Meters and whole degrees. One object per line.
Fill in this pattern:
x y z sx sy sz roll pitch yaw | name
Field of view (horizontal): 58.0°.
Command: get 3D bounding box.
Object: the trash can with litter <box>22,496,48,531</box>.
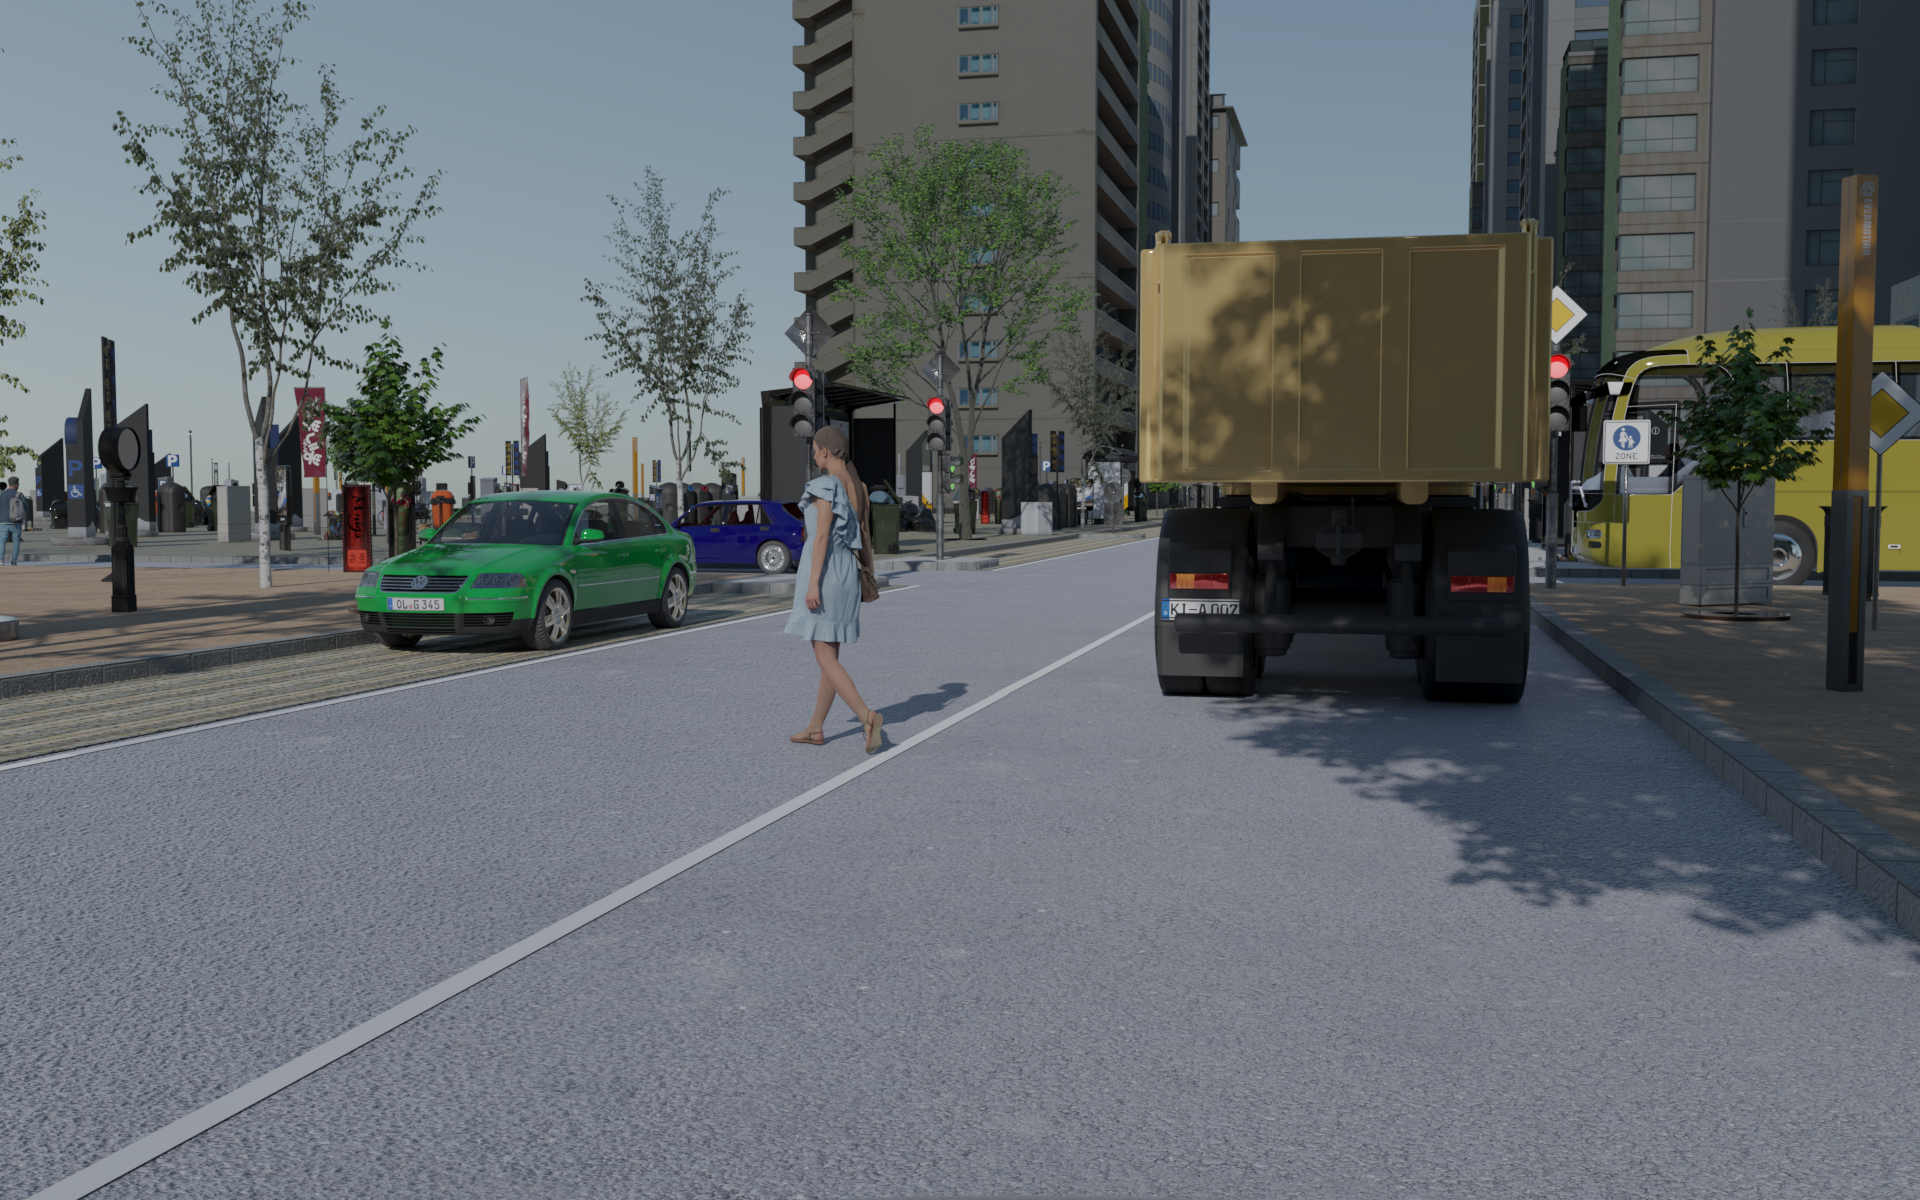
-32.532 -2.994 60.003 1.678 1.210 2.233 0 4 -7 | trash can with litter

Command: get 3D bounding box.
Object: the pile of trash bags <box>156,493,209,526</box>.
-31.577 -3.682 69.948 1.912 1.369 3.447 0 4 4 | pile of trash bags

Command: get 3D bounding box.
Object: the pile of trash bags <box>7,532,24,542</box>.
-26.661 -2.226 46.155 3.447 1.369 1.912 2 4 31 | pile of trash bags

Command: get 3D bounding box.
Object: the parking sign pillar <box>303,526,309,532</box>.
-22.856 -4.288 58.585 1.447 3.967 1.447 1 4 14 | parking sign pillar

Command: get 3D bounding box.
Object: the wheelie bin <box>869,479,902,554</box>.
-1.594 -1.783 37.059 0.693 1.594 0.980 0 4 -2 | wheelie bin

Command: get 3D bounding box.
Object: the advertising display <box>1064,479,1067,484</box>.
4.654 -4.323 75.900 0.123 1.923 0.974 0 4 -3 | advertising display

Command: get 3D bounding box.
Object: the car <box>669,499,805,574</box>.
-4.378 -1.179 31.863 3.894 1.354 1.945 1 4 14 | car

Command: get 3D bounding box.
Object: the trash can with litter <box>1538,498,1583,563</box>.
11.984 -1.358 33.258 1.678 1.210 2.233 3 4 39 | trash can with litter

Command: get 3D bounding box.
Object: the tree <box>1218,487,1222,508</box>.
17.321 -10.158 116.452 4.737 8.622 4.395 0 3 0 | tree

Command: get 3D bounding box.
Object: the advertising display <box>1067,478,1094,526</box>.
4.947 -3.982 70.324 0.974 1.923 0.123 1 4 13 | advertising display

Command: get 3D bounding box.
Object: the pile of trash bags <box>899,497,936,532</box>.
-2.615 -2.995 58.725 3.447 1.369 1.912 -1 4 -21 | pile of trash bags

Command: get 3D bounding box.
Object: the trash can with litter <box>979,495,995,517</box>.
2.519 -5.516 101.243 2.233 1.210 1.678 3 5 41 | trash can with litter

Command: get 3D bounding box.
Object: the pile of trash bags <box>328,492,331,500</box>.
-28.197 -4.066 76.227 1.912 1.369 3.447 -1 4 -8 | pile of trash bags

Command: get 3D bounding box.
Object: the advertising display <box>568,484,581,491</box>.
-24.741 -6.502 111.525 0.974 1.923 0.123 0 4 -2 | advertising display

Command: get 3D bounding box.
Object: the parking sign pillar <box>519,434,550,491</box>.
-19.088 -5.460 77.735 1.447 3.967 1.447 1 4 16 | parking sign pillar

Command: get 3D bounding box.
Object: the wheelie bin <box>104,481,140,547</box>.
-20.245 -2.077 41.873 0.693 1.594 0.980 -3 5 -43 | wheelie bin

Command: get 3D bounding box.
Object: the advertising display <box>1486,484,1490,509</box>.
14.719 -2.628 48.182 0.123 1.923 0.974 1 4 12 | advertising display

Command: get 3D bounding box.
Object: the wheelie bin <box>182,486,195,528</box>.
-29.430 -3.536 65.723 0.693 1.594 0.980 -2 4 -35 | wheelie bin

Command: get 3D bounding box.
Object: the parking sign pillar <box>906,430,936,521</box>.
-1.731 -5.209 73.636 1.447 3.967 1.447 -3 5 -41 | parking sign pillar

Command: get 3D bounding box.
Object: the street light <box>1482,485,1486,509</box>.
14.099 -4.505 46.449 0.468 5.910 1.993 1 4 14 | street light

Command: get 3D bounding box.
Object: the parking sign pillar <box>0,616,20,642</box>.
-9.010 -1.620 14.963 1.447 3.967 1.447 -2 4 -25 | parking sign pillar

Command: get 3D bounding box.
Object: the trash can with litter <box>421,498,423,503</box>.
-35.493 -6.255 113.321 2.233 1.210 1.678 -3 4 -38 | trash can with litter

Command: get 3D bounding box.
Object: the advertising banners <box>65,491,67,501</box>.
-51.371 -6.305 99.272 2.074 3.025 0.090 -3 5 -43 | advertising banners

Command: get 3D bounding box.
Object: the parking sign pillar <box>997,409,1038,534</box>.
1.924 -4.118 55.797 1.447 3.967 1.447 -3 5 -41 | parking sign pillar

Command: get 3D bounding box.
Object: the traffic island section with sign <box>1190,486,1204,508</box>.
11.271 -4.501 82.226 1.989 1.847 2.006 1 4 14 | traffic island section with sign

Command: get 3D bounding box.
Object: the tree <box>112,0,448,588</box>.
-9.372 -4.466 23.376 4.360 8.622 3.978 0 3 0 | tree

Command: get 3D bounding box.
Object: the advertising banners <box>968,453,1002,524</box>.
1.106 -4.752 73.878 2.074 3.025 0.090 3 5 40 | advertising banners

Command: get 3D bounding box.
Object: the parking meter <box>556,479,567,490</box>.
-15.717 -3.832 68.362 0.399 1.863 0.255 -1 4 -11 | parking meter

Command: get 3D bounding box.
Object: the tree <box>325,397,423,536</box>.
-17.864 -4.235 52.962 4.285 4.588 4.351 0 3 0 | tree

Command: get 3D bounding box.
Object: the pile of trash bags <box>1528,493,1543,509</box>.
30.976 -5.232 95.303 3.447 1.369 1.912 -1 4 -17 | pile of trash bags

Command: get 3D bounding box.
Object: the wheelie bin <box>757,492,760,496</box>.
-7.438 -3.587 66.559 0.693 1.594 0.980 -2 4 -30 | wheelie bin

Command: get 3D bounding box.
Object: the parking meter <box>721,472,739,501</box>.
-5.525 -2.196 41.620 0.399 1.863 0.255 0 4 -5 | parking meter

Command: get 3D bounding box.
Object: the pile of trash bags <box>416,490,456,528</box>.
-11.300 -2.008 42.583 3.447 1.369 1.912 0 4 -2 | pile of trash bags

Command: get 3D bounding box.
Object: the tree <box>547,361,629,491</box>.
-20.932 -8.958 96.827 4.737 8.622 4.395 0 3 0 | tree

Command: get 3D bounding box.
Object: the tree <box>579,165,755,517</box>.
-6.336 -5.411 38.839 4.360 8.622 3.978 0 3 0 | tree

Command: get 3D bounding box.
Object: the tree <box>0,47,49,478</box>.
-15.554 -4.617 25.848 4.737 8.622 4.395 0 3 0 | tree

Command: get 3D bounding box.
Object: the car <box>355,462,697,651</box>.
-4.180 -0.520 17.305 1.959 1.807 4.718 1 4 14 | car

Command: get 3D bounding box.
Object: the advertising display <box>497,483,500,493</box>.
-27.282 -5.918 101.977 0.123 1.923 0.974 0 4 5 | advertising display

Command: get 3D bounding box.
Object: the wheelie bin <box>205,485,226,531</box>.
-25.562 -3.177 59.856 0.693 1.594 0.980 1 4 20 | wheelie bin

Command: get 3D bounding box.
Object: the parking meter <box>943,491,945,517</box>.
-1.029 -5.338 95.683 0.372 1.533 0.369 0 3 0 | parking meter

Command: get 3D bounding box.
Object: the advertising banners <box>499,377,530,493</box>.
-6.902 -1.874 26.833 0.090 3.025 2.074 -2 4 -26 | advertising banners

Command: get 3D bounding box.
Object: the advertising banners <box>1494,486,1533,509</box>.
22.602 -4.519 70.078 2.074 3.025 0.090 1 4 20 | advertising banners

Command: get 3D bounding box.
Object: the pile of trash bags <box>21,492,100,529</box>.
-33.539 -3.340 64.359 3.447 1.369 1.912 -1 4 -12 | pile of trash bags

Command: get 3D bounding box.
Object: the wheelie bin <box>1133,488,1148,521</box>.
8.539 -4.528 81.941 0.693 1.594 0.980 0 4 -4 | wheelie bin

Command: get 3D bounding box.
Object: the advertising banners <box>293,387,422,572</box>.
-9.832 -1.962 28.271 2.074 3.025 0.090 0 4 4 | advertising banners

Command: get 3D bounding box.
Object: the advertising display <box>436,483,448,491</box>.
-30.131 -5.843 100.752 0.123 1.923 0.974 1 4 19 | advertising display

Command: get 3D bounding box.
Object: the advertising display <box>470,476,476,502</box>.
-17.064 -3.394 60.698 0.123 1.923 0.974 -1 4 -12 | advertising display

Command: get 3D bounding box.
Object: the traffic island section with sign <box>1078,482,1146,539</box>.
4.957 -2.898 56.018 1.989 1.847 2.006 1 4 14 | traffic island section with sign

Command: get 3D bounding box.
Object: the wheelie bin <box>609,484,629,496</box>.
-10.784 -2.867 54.778 0.693 1.594 0.980 -1 4 -12 | wheelie bin

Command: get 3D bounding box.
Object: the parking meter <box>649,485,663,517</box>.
-8.482 -2.443 48.351 0.372 1.533 0.369 0 3 0 | parking meter

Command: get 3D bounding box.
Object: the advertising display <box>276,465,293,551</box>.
-15.337 -2.086 39.313 0.123 1.923 0.974 -2 4 -34 | advertising display

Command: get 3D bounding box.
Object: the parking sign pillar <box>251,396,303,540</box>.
-19.431 -3.671 48.494 1.447 3.967 1.447 -2 4 -33 | parking sign pillar

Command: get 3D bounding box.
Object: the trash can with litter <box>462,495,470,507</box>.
-24.732 -4.722 88.266 2.233 1.210 1.678 0 4 -6 | trash can with litter

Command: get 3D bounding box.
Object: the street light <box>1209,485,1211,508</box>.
15.703 -8.320 108.827 0.468 5.910 1.993 1 4 14 | street light

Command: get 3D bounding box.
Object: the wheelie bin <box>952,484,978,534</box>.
0.170 -2.924 55.716 0.693 1.594 0.980 -2 4 -28 | wheelie bin
